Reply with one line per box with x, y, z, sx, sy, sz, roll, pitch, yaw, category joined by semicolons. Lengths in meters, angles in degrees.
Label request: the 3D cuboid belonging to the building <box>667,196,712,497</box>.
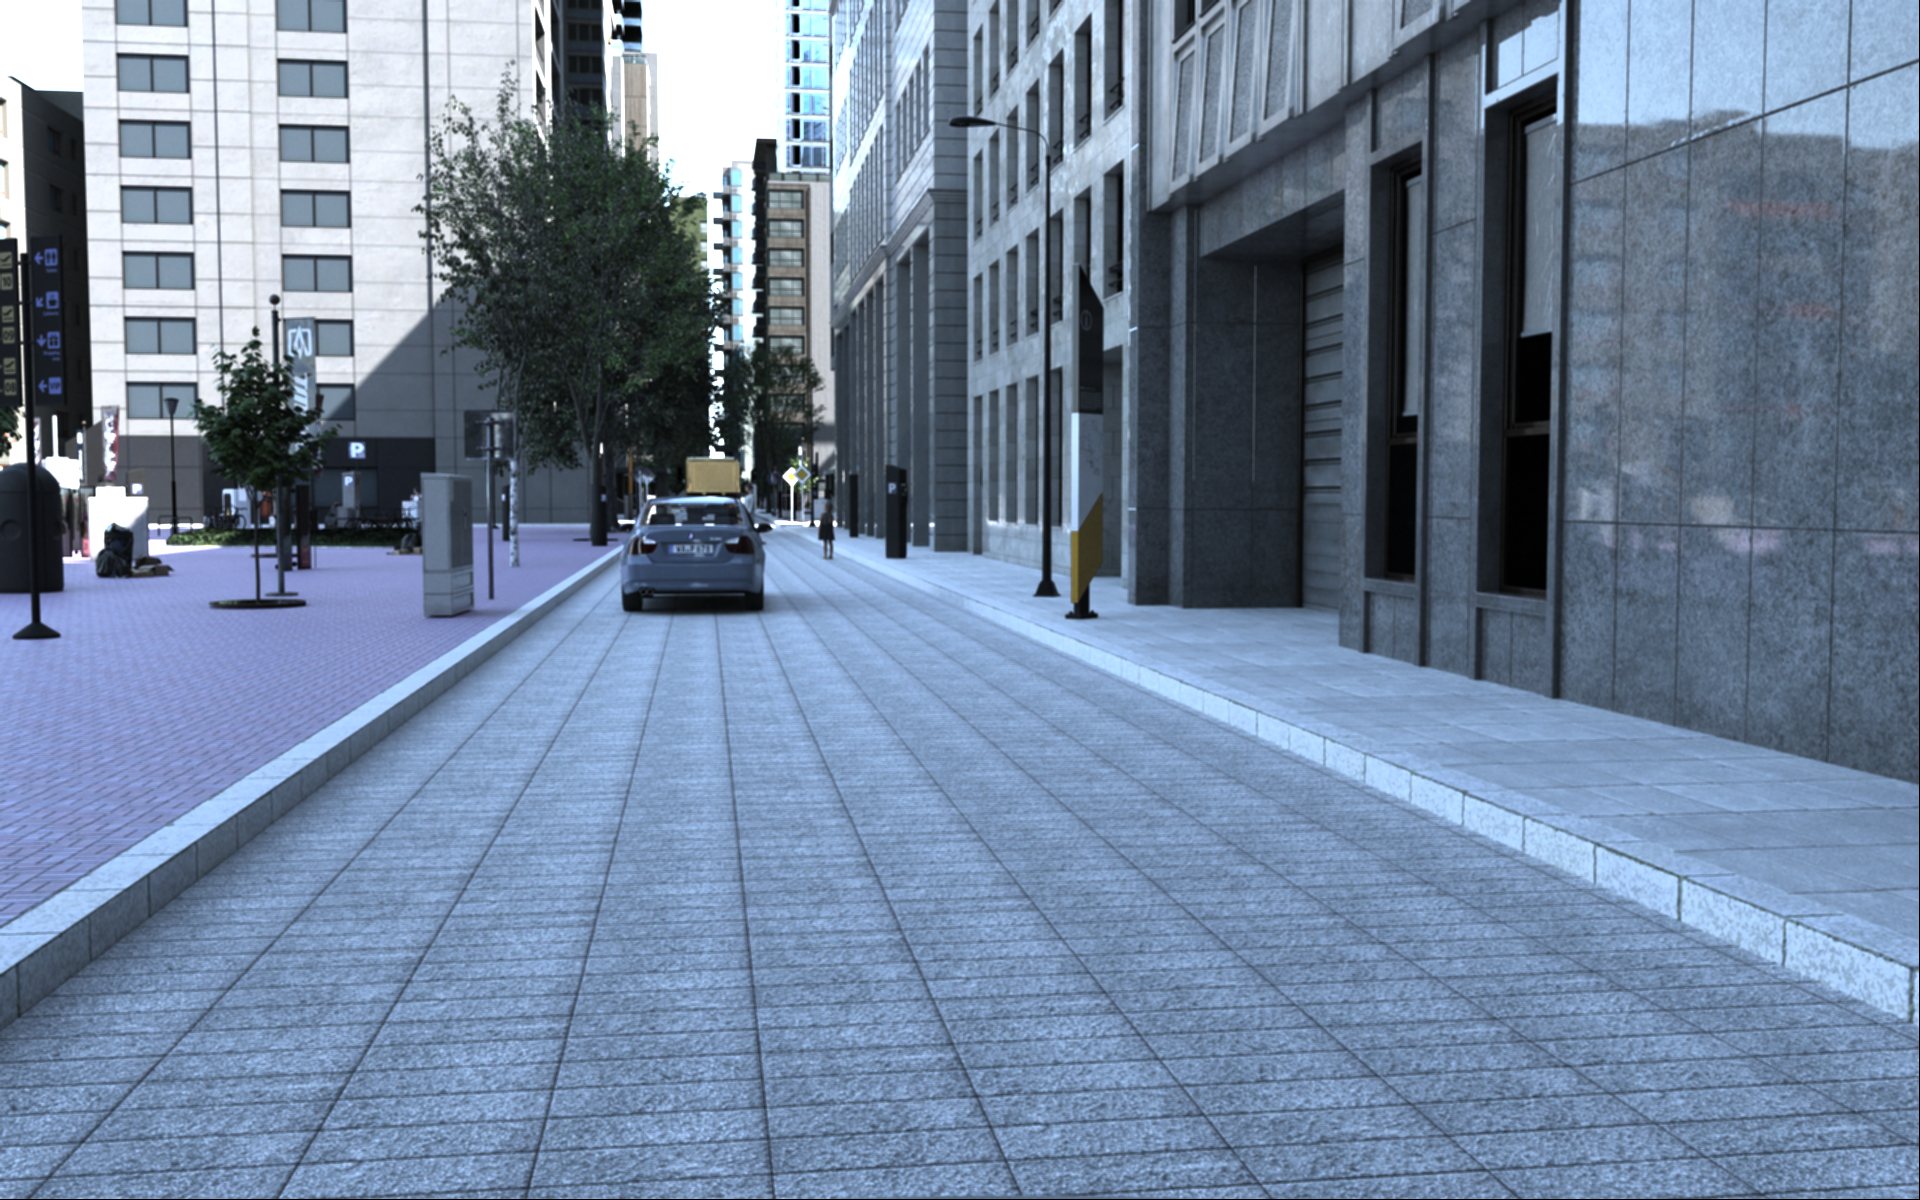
-41.547;-33.971;239.017;14.086;41.232;14.154;-1;4;-8;building

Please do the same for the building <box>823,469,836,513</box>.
6.491;-26.532;125.681;32.217;40.220;23.993;-1;4;-8;building

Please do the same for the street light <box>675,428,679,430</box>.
-20.425;-9.125;121.734;1.470;5.913;1.316;-1;4;-8;street light

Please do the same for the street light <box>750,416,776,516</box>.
-11.620;-7.978;102.976;1.470;5.913;1.316;-1;4;-8;street light

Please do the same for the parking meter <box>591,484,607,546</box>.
-8.930;-2.107;42.865;0.372;1.533;0.369;0;3;0;parking meter

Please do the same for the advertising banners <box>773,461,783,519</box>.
-9.458;-5.800;91.011;0.090;3.025;2.074;-2;4;-25;advertising banners

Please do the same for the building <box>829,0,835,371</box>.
7.017;-30.698;91.147;27.495;52.752;28.713;-1;4;-8;building

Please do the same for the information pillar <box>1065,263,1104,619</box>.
1.307;-1.622;17.873;0.183;3.616;0.504;3;4;36;information pillar

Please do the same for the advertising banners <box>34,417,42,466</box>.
-20.481;-2.636;39.284;2.074;3.025;0.090;2;4;28;advertising banners

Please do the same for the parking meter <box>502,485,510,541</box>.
-12.345;-2.388;47.449;0.372;1.533;0.369;0;3;0;parking meter

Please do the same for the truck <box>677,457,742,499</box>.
-12.879;-5.741;89.783;3.469;3.379;9.791;-1;4;-10;truck

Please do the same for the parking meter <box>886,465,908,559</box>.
-1.266;-1.765;34.567;0.399;1.863;0.255;2;4;34;parking meter

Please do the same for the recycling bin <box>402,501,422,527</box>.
-19.471;-3.028;62.065;0.722;1.027;0.722;2;4;26;recycling bin

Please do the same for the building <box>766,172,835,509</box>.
-10.746;-23.682;158.899;14.160;30.474;14.107;-1;4;-8;building

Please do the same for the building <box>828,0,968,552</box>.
2.608;-16.839;52.811;11.434;29.767;29.804;-1;4;-8;building

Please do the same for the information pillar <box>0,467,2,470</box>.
-25.847;-2.567;46.459;0.304;2.012;0.304;-2;4;-34;information pillar

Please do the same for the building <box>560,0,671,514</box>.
-35.679;-25.824;114.100;32.217;40.220;23.993;-1;4;-8;building

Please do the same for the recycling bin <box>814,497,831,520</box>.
-6.852;-4.508;86.264;0.722;1.027;0.722;1;4;15;recycling bin

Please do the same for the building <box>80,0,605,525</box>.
-27.623;-39.374;82.014;20.563;71.187;20.611;-1;4;-8;building

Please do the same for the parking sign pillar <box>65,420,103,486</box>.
-31.138;-4.483;61.772;1.447;3.967;1.447;-1;4;-19;parking sign pillar

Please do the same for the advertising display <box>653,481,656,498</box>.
-14.740;-4.796;83.625;0.123;1.923;0.974;0;4;-8;advertising display

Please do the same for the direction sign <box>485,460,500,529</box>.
-17.290;-4.415;64.183;0.876;3.537;0.379;3;4;37;direction sign

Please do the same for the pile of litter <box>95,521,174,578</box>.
-12.944;-0.811;27.217;1.176;0.858;1.719;0;4;1;pile of litter

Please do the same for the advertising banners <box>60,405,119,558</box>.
-17.510;-2.356;34.711;2.074;3.025;0.090;2;4;27;advertising banners

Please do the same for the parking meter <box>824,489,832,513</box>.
-6.808;-4.956;89.433;0.372;1.533;0.369;0;3;0;parking meter

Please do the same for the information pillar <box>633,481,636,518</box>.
-17.875;-5.522;94.772;0.304;2.012;0.304;-2;4;-24;information pillar

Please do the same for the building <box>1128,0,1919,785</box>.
9.359;-11.779;10.614;12.078;24.808;19.932;-1;4;-8;building

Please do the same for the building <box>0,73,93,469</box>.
-55.527;-14.527;82.552;28.899;21.520;27.650;-1;4;-8;building

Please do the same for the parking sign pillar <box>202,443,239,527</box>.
-27.170;-4.603;63.731;1.447;3.967;1.447;1;4;11;parking sign pillar

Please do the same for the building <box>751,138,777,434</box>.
-14.107;-34.055;211.417;22.147;44.769;28.867;-1;4;-8;building

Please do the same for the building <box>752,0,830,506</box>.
-10.247;-53.079;180.510;22.319;86.520;31.000;-1;4;-8;building

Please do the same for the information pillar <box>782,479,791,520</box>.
-8.666;-5.020;86.567;0.304;2.012;0.304;-3;4;-38;information pillar

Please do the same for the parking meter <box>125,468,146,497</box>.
-18.415;-2.017;38.690;0.399;1.863;0.255;-3;4;-36;parking meter

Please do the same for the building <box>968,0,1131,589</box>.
6.525;-10.678;29.342;10.420;20.320;16.860;-1;4;-8;building

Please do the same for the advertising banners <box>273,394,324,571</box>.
-11.225;-2.039;29.523;0.090;3.025;2.074;0;4;2;advertising banners

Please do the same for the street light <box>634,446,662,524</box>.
-13.421;-6.263;74.935;1.470;5.913;1.316;-1;4;-8;street light

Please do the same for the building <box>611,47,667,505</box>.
-33.904;-28.813;154.684;14.154;41.232;14.086;-1;4;-8;building

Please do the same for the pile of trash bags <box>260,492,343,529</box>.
-23.092;-3.129;60.912;3.447;1.369;1.912;0;4;1;pile of trash bags

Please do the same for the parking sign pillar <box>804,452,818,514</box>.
-9.306;-7.489;110.925;1.447;3.967;1.447;0;4;-3;parking sign pillar

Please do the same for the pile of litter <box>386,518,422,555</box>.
-11.335;-1.411;37.042;1.719;0.858;1.176;0;4;-2;pile of litter

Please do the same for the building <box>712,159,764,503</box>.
-19.763;-38.348;246.595;30.456;49.044;23.786;-1;4;-8;building

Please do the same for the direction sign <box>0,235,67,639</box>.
-8.251;-1.429;15.370;0.876;3.537;0.379;1;4;21;direction sign

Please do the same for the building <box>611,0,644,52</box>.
-41.618;-52.741;174.988;22.319;86.520;31.000;-1;4;-8;building

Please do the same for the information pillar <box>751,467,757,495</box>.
-17.415;-9.481;146.365;0.504;3.616;0.183;-2;4;-25;information pillar

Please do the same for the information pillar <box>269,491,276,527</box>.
-25.048;-3.598;63.315;0.304;2.012;0.304;2;4;27;information pillar

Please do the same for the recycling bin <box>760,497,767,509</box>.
-16.530;-8.236;147.205;0.722;1.027;0.722;2;4;25;recycling bin

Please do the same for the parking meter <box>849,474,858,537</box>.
-3.158;-2.800;51.495;0.255;1.863;0.399;0;4;-4;parking meter

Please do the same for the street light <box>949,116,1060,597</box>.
0.556;-2.996;21.525;1.470;5.913;1.316;-1;4;-8;street light

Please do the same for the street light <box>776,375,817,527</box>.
-6.342;-5.831;67.873;1.470;5.913;1.316;-1;4;-8;street light
